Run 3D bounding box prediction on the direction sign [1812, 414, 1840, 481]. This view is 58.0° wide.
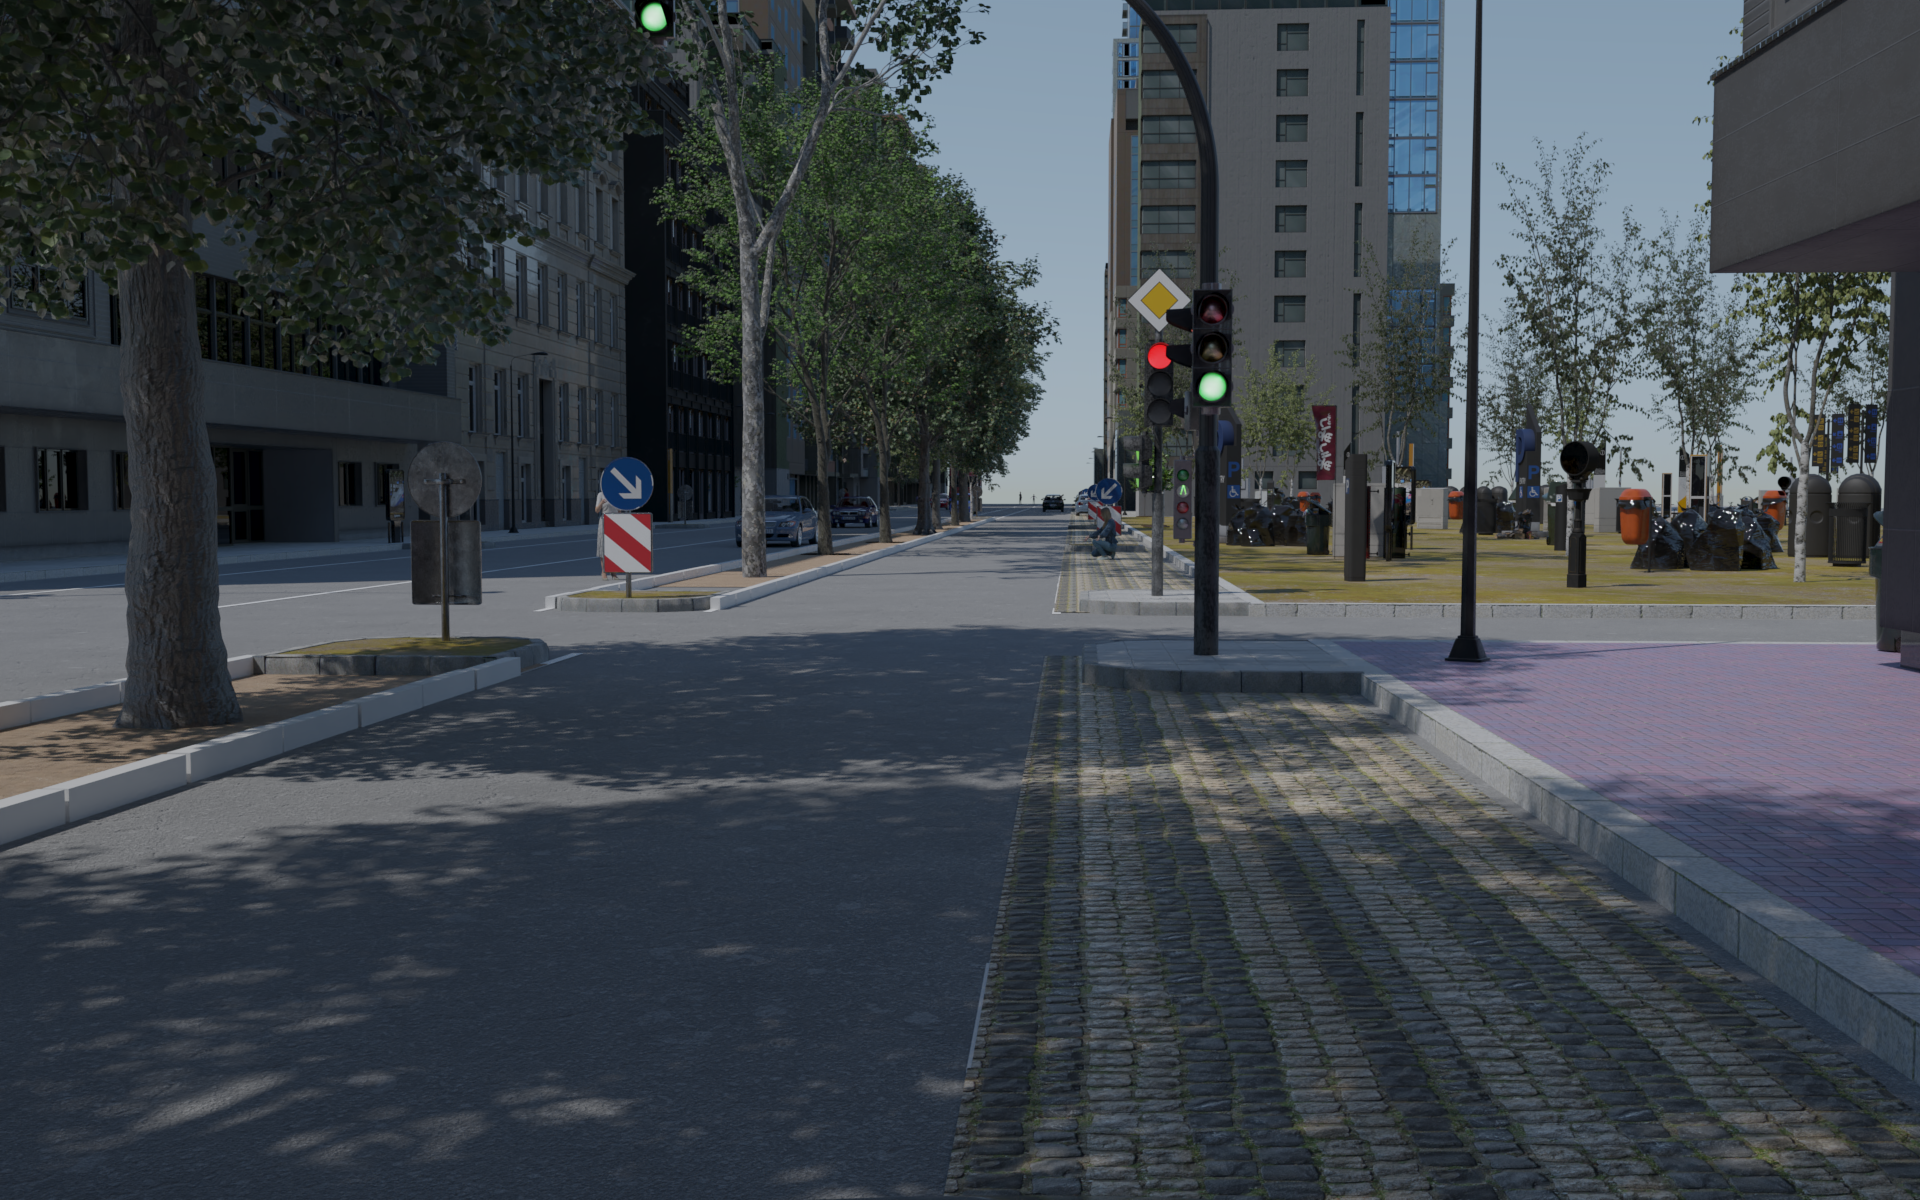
[{"bbox_3d":[24.532,-3.487,49.004,0.379,3.537,0.876,-3,4,-38],"label":"direction sign"}]

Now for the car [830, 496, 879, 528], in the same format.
[{"bbox_3d":[-4.526,-3.781,74.404,1.945,1.354,3.894,0,4,4],"label":"car"}]

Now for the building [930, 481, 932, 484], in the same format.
[{"bbox_3d":[-14.659,-34.937,225.843,22.147,44.769,28.867,0,4,4],"label":"building"}]

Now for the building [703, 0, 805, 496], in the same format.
[{"bbox_3d":[-18.725,-28.683,119.086,14.600,45.320,14.200,0,4,4],"label":"building"}]

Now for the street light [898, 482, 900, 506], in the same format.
[{"bbox_3d":[-5.867,-12.823,182.196,1.470,5.913,1.316,0,4,4],"label":"street light"}]

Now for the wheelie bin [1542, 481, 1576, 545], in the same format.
[{"bbox_3d":[15.028,-2.162,43.259,0.980,1.594,0.693,2,4,34],"label":"wheelie bin"}]

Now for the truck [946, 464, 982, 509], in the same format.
[{"bbox_3d":[0.459,-9.608,146.000,2.839,4.237,11.283,0,4,3],"label":"truck"}]

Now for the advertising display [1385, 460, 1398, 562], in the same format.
[{"bbox_3d":[8.270,-1.718,33.311,0.123,1.923,0.974,1,4,17],"label":"advertising display"}]

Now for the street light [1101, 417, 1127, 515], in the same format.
[{"bbox_3d":[9.378,-8.046,104.098,1.470,5.913,1.316,0,4,4],"label":"street light"}]

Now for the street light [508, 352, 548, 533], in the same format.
[{"bbox_3d":[-14.125,-5.146,56.674,1.470,5.913,1.316,0,4,4],"label":"street light"}]

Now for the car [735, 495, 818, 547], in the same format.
[{"bbox_3d":[-5.040,-2.221,48.323,2.014,1.417,4.499,0,4,5],"label":"car"}]

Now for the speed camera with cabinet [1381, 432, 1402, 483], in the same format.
[{"bbox_3d":[13.923,-3.744,55.554,0.660,3.252,2.038,1,4,20],"label":"speed camera with cabinet"}]

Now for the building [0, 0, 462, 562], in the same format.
[{"bbox_3d":[-22.941,-13.363,37.544,14.314,24.678,30.058,0,4,4],"label":"building"}]

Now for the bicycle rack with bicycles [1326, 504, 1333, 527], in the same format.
[{"bbox_3d":[14.020,-3.084,63.805,2.852,0.926,2.925,-2,4,-29],"label":"bicycle rack with bicycles"}]

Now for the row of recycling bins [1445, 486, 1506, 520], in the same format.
[{"bbox_3d":[26.148,-4.942,87.907,3.534,1.692,1.069,-1,4,-12],"label":"row of recycling bins"}]

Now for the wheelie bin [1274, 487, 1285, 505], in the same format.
[{"bbox_3d":[14.064,-4.226,77.005,0.693,1.594,0.980,2,4,26],"label":"wheelie bin"}]

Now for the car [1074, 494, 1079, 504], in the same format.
[{"bbox_3d":[16.559,-13.840,236.514,2.015,1.641,3.980,0,4,3],"label":"car"}]

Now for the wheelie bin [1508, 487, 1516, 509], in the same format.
[{"bbox_3d":[19.429,-3.185,59.976,0.693,1.594,0.980,-1,4,-16],"label":"wheelie bin"}]

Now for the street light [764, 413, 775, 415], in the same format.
[{"bbox_3d":[-11.302,-7.749,99.229,1.470,5.913,1.316,0,4,4],"label":"street light"}]

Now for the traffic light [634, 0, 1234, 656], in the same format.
[{"bbox_3d":[-0.151,-2.391,13.753,4.771,5.953,1.251,0,4,4],"label":"traffic light"}]

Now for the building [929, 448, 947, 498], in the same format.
[{"bbox_3d":[-9.327,-29.106,247.581,14.160,30.474,14.107,0,4,4],"label":"building"}]

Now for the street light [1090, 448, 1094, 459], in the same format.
[{"bbox_3d":[13.922,-12.240,172.662,1.470,5.913,1.316,0,4,4],"label":"street light"}]

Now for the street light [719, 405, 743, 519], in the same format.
[{"bbox_3d":[-11.895,-7.215,90.509,1.470,5.913,1.316,0,4,4],"label":"street light"}]

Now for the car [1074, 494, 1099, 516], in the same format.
[{"bbox_3d":[8.425,-6.188,113.172,2.014,1.417,4.499,0,4,3],"label":"car"}]

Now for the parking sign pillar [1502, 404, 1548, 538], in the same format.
[{"bbox_3d":[16.862,-3.847,51.378,1.447,3.967,1.447,0,4,5],"label":"parking sign pillar"}]

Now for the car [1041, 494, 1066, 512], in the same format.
[{"bbox_3d":[7.514,-7.930,139.447,2.009,1.686,4.222,0,4,4],"label":"car"}]

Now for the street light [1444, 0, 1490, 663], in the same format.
[{"bbox_3d":[3.373,-2.488,13.214,1.470,5.913,1.316,0,4,4],"label":"street light"}]

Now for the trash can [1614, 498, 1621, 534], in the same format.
[{"bbox_3d":[21.629,-2.727,56.242,0.748,1.137,0.748,0,3,0],"label":"trash can"}]

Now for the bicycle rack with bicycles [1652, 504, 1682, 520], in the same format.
[{"bbox_3d":[25.081,-2.998,62.398,2.852,0.926,2.925,-1,4,-15],"label":"bicycle rack with bicycles"}]

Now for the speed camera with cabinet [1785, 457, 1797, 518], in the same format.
[{"bbox_3d":[44.969,-5.988,92.239,2.038,3.252,0.660,1,4,18],"label":"speed camera with cabinet"}]

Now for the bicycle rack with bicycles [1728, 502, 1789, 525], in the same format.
[{"bbox_3d":[34.205,-3.588,72.052,2.852,0.926,2.925,-1,4,-15],"label":"bicycle rack with bicycles"}]

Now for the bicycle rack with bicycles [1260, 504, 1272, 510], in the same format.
[{"bbox_3d":[10.807,-3.055,63.324,2.925,0.926,2.852,1,4,22],"label":"bicycle rack with bicycles"}]

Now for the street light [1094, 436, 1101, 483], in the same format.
[{"bbox_3d":[11.647,-10.148,138.458,1.470,5.913,1.316,0,4,4],"label":"street light"}]

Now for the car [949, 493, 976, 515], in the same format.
[{"bbox_3d":[0.248,-6.885,122.158,1.945,1.707,3.694,0,4,6],"label":"car"}]

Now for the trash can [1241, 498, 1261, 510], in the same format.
[{"bbox_3d":[9.350,-2.701,55.807,0.748,1.137,0.748,0,3,0],"label":"trash can"}]

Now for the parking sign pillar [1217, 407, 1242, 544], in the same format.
[{"bbox_3d":[6.950,-3.486,45.470,1.447,3.967,1.447,-1,4,-12],"label":"parking sign pillar"}]

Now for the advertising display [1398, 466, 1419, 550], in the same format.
[{"bbox_3d":[10.239,-2.139,40.186,0.123,1.923,0.974,-1,4,-20],"label":"advertising display"}]

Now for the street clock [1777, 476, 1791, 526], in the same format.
[{"bbox_3d":[33.408,-4.015,70.223,0.471,2.002,0.358,3,5,42],"label":"street clock"}]

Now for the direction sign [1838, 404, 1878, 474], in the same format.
[{"bbox_3d":[22.721,-3.160,43.668,0.876,3.537,0.379,-1,4,-16],"label":"direction sign"}]

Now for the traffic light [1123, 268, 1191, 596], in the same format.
[{"bbox_3d":[2.469,-2.006,21.724,0.839,4.253,0.868,0,4,4],"label":"traffic light"}]

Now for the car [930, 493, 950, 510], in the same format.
[{"bbox_3d":[-1.817,-9.062,157.202,2.155,1.783,4.494,0,4,5],"label":"car"}]

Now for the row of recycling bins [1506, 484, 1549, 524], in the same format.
[{"bbox_3d":[25.106,-4.132,74.675,1.069,1.692,3.534,-1,4,-14],"label":"row of recycling bins"}]

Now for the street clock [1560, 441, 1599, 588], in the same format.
[{"bbox_3d":[8.454,-1.169,23.688,0.358,2.002,0.471,-2,4,-34],"label":"street clock"}]

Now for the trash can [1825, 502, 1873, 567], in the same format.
[{"bbox_3d":[15.690,-1.159,30.610,0.748,1.137,0.748,0,3,0],"label":"trash can"}]

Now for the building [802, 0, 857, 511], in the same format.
[{"bbox_3d":[-20.248,-29.737,140.828,22.147,44.769,28.867,0,4,4],"label":"building"}]

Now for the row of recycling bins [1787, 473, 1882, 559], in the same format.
[{"bbox_3d":[18.459,-1.677,34.530,3.534,1.692,1.069,2,4,30],"label":"row of recycling bins"}]

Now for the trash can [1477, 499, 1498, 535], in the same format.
[{"bbox_3d":[16.469,-2.603,54.214,0.748,1.137,0.748,0,3,0],"label":"trash can"}]

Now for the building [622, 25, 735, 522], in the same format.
[{"bbox_3d":[-18.968,-15.718,86.671,12.332,23.373,15.834,0,4,4],"label":"building"}]

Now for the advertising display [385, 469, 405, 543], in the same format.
[{"bbox_3d":[-14.813,-2.460,45.433,0.123,1.923,0.974,0,4,5],"label":"advertising display"}]

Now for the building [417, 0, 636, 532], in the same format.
[{"bbox_3d":[-21.387,-16.424,65.793,12.463,27.353,25.104,0,4,4],"label":"building"}]

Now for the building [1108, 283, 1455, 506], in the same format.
[{"bbox_3d":[27.649,-19.106,157.415,27.650,21.520,28.899,0,4,4],"label":"building"}]

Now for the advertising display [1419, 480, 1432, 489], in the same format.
[{"bbox_3d":[21.224,-4.534,79.350,0.123,1.923,0.974,-2,4,-26],"label":"advertising display"}]

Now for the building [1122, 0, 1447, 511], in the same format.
[{"bbox_3d":[22.991,-49.699,125.249,22.319,86.520,31.000,0,4,4],"label":"building"}]

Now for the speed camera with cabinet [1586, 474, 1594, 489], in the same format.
[{"bbox_3d":[34.567,-6.064,93.486,0.660,3.252,2.038,-1,4,-12],"label":"speed camera with cabinet"}]

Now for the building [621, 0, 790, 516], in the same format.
[{"bbox_3d":[-18.544,-20.408,105.369,14.160,30.474,14.107,0,4,4],"label":"building"}]

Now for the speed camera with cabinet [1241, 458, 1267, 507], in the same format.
[{"bbox_3d":[16.398,-6.225,96.114,2.038,3.252,0.660,1,4,23],"label":"speed camera with cabinet"}]

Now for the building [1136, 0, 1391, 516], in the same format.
[{"bbox_3d":[17.707,-20.370,104.747,14.160,30.474,14.107,0,4,4],"label":"building"}]

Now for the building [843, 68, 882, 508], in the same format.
[{"bbox_3d":[-14.947,-29.265,162.069,14.154,41.232,14.086,0,4,4],"label":"building"}]
